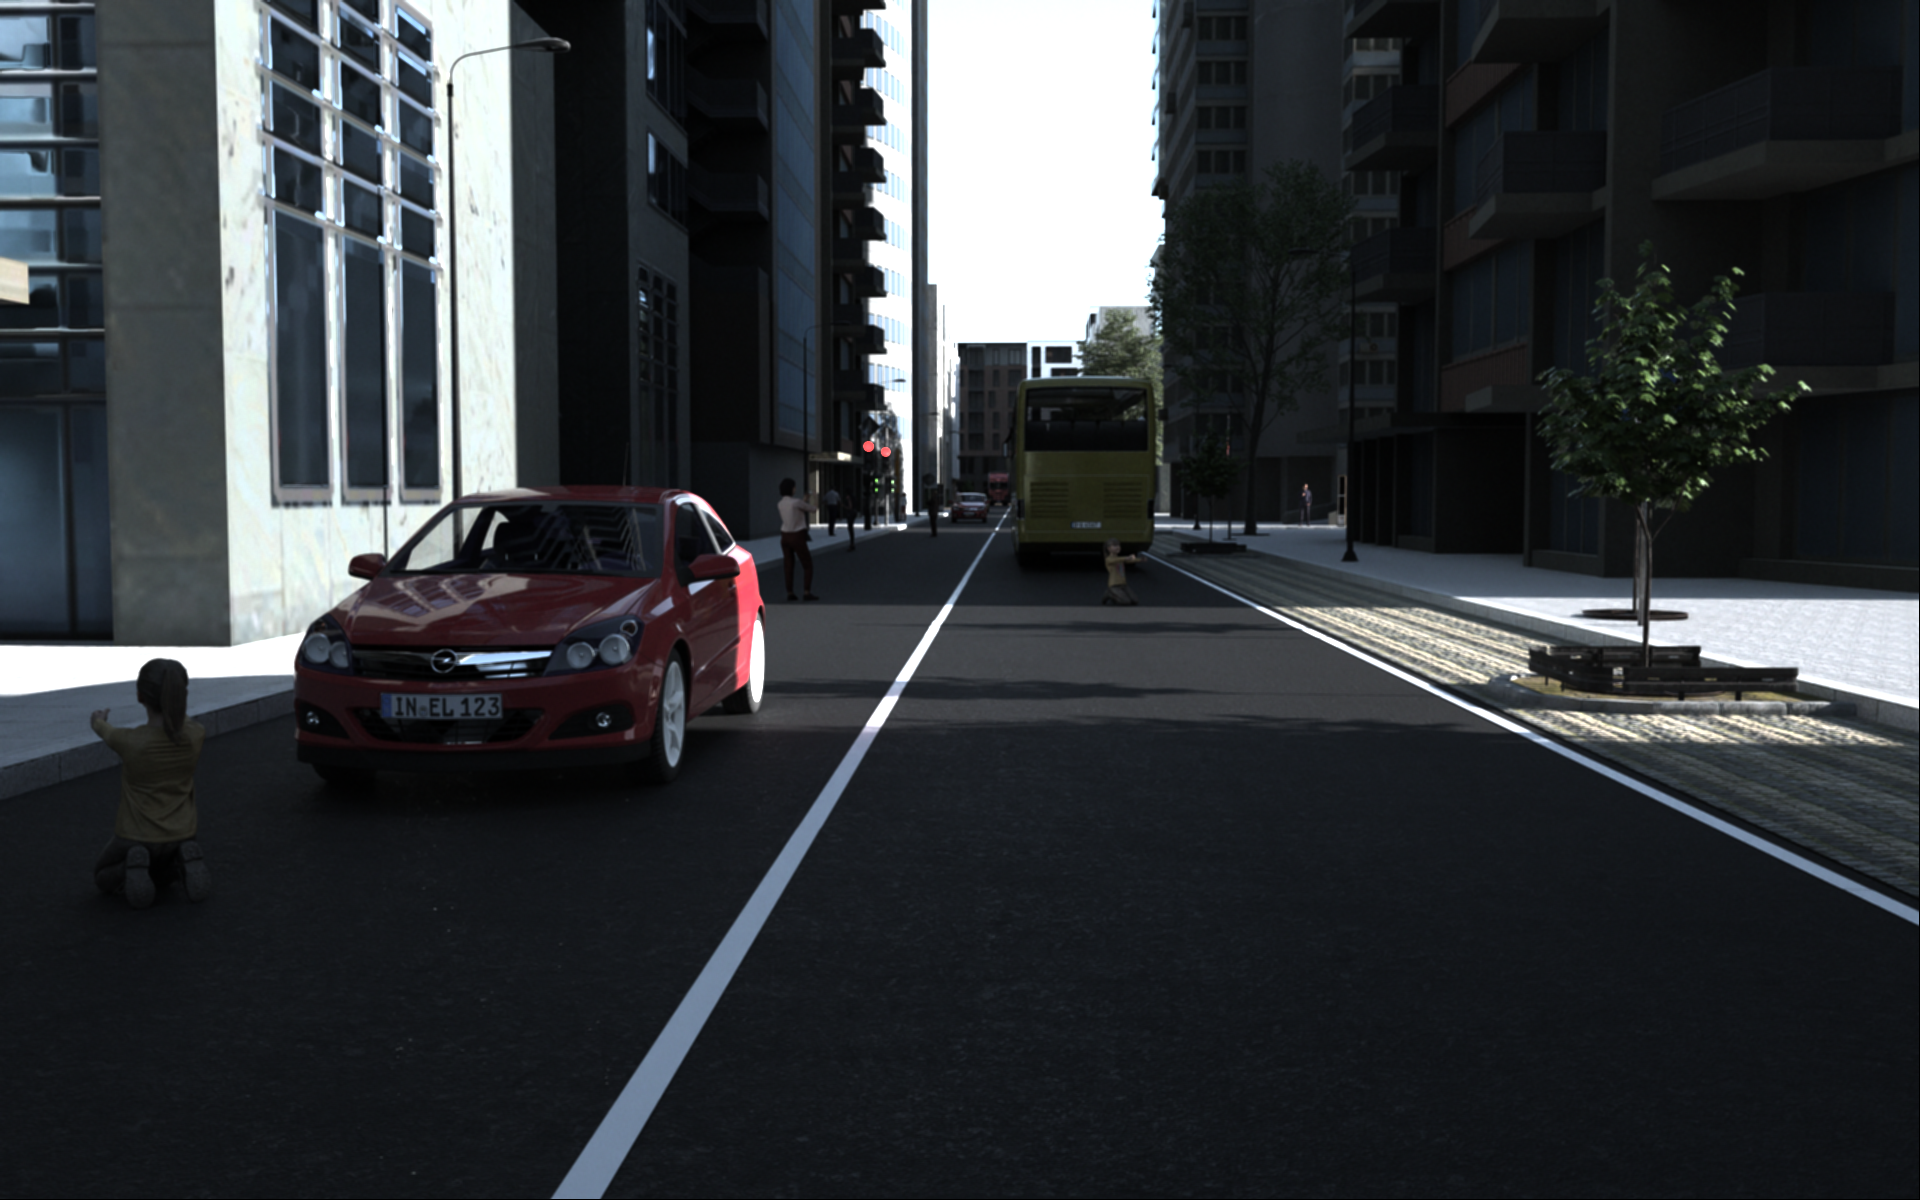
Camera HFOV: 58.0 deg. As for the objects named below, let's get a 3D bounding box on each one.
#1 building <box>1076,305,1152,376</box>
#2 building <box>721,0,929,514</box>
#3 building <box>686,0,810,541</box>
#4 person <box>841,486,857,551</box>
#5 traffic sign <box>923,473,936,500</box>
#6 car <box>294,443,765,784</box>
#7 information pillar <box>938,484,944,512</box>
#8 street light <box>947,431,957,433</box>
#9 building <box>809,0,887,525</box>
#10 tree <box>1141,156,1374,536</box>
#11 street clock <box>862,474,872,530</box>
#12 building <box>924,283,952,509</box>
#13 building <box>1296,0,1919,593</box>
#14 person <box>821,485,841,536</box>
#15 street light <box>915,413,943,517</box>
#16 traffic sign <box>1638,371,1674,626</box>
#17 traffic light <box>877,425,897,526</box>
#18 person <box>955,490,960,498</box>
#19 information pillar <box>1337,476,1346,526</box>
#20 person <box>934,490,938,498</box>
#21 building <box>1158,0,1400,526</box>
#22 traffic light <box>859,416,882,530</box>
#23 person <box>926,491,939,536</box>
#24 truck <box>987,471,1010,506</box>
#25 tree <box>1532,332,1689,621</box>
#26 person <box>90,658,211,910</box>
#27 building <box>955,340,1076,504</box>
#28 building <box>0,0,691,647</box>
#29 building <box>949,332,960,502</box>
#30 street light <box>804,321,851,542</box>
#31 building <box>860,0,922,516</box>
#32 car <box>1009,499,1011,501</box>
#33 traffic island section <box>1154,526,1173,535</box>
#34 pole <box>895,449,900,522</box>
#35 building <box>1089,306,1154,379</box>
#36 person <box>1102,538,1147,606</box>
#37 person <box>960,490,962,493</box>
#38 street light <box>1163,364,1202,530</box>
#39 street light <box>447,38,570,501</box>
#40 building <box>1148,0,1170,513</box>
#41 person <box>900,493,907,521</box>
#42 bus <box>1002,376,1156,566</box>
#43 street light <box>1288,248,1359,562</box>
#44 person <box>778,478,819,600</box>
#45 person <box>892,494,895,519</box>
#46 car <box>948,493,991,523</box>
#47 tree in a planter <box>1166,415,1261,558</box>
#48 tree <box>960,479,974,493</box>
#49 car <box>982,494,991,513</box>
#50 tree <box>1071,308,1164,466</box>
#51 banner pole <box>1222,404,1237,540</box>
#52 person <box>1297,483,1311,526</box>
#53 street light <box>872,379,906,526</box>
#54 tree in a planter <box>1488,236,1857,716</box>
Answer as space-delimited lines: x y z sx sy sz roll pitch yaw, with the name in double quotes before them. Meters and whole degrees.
"building" 28.523 -21.982 203.387 27.936 21.610 32.646 0 4 2
"building" -9.711 -29.609 134.222 14.600 45.320 14.200 0 4 2
"building" -12.217 -24.664 53.370 14.200 45.320 14.600 0 4 2
"person" -2.803 -2.058 43.610 0.415 1.643 0.593 -2 4 -26
"traffic sign" -1.879 -6.466 105.820 0.768 2.556 0.104 1 4 9
"car" -2.252 -0.055 9.932 2.155 1.783 4.494 0 4 2
"information pillar" -1.363 -7.217 122.487 0.304 2.012 0.304 -2 4 -34
"street light" -0.909 -9.497 127.809 1.470 5.913 1.316 0 4 2
"building" -15.196 -26.290 84.471 22.147 44.769 28.867 0 4 2
"tree" 9.173 -7.808 53.409 9.928 11.665 9.643 0 3 0
"street clock" -3.284 -3.465 61.231 0.358 2.002 0.471 -1 4 -15
"building" -9.706 -18.051 161.585 16.747 18.905 31.486 0 4 2
"building" 19.724 -23.146 33.060 22.147 44.769 28.867 0 4 2
"person" -3.973 -2.758 53.351 0.614 1.554 0.590 1 4 19
"street light" -1.908 -7.731 98.940 1.470 5.913 1.316 0 4 2
"traffic sign" 6.645 -1.021 16.793 0.768 2.556 0.104 0 4 4
"traffic light" -2.965 -4.970 70.181 0.839 4.253 0.868 0 4 2
"person" -0.252 -10.193 173.631 0.756 1.711 0.436 -2 4 -26
"information pillar" 15.136 -3.930 68.747 0.304 2.012 0.304 0 4 4
"person" -1.975 -8.187 141.599 0.444 1.614 0.593 0 4 2
"building" 22.513 -24.057 85.205 23.993 40.220 32.217 0 4 2
"traffic light" -3.236 -4.482 62.201 0.839 4.253 0.868 0 4 2
"person" -0.933 -2.933 58.721 0.388 1.546 0.482 2 4 25
"truck" 4.799 -13.851 215.373 2.839 4.237 11.283 0 4 1
"tree" 7.104 -1.434 18.052 1.663 3.219 1.824 0 3 0
"person" -2.922 0.624 6.228 0.347 0.859 0.695 -3 4 -38
"building" 7.164 -24.424 243.306 32.646 21.610 27.936 0 4 2
"building" -16.741 -43.734 27.723 22.319 86.520 31.000 0 4 2
"building" -8.056 -21.368 205.788 16.016 20.091 11.380 0 4 2
"street light" -3.628 -4.536 46.698 1.470 5.913 1.316 0 4 2
"building" -13.774 -34.893 112.506 21.231 58.520 28.212 0 4 2
"car" 4.407 -6.777 120.401 1.945 1.707 3.694 0 4 1
"traffic island section" 6.500 -2.429 62.002 2.009 0.180 2.903 0 4 2
"pole" -2.840 -5.171 78.381 0.158 3.312 0.155 0 3 0
"building" 21.807 -18.668 171.674 16.747 18.905 31.486 0 4 2
"person" 2.111 -0.361 22.319 0.347 0.859 0.695 -3 4 -36
"person" 0.235 -10.484 178.131 0.721 1.739 1.217 -1 4 -11
"street light" 7.943 -5.461 61.826 1.470 5.913 1.316 0 4 2
"street light" -4.672 -2.770 17.830 1.470 5.913 1.316 0 4 2
"building" 22.952 -49.819 127.215 22.319 86.520 31.000 0 4 2
"person" -2.706 -4.391 81.742 0.340 1.345 0.435 1 4 22
"bus" 2.394 -2.801 37.336 2.896 3.916 12.252 0 4 1
"street light" 6.890 -3.689 32.848 1.470 5.913 1.316 0 4 2
"person" -2.178 -0.822 23.393 0.566 1.644 0.517 -1 4 -16
"person" -3.299 -4.827 88.869 0.340 1.345 0.435 1 4 10
"car" 0.478 -4.821 87.862 2.155 1.783 4.494 0 4 1
"tree in a planter" 5.729 -2.582 39.436 1.991 3.239 1.994 0 4 2
"tree" 1.210 -13.953 222.725 1.663 3.219 1.824 0 3 0
"car" 1.439 -7.671 135.646 2.015 1.641 3.980 0 4 1
"tree" 9.960 -11.522 106.517 7.486 12.596 7.792 0 3 0
"banner pole" 7.528 -3.574 48.460 0.401 3.779 0.863 0 4 2
"person" 13.825 -3.828 69.557 0.541 1.710 0.530 1 4 16
"street light" -2.858 -5.965 70.069 1.470 5.913 1.316 0 4 2
"tree in a planter" 4.803 -0.906 12.039 1.991 3.239 1.994 0 4 2
